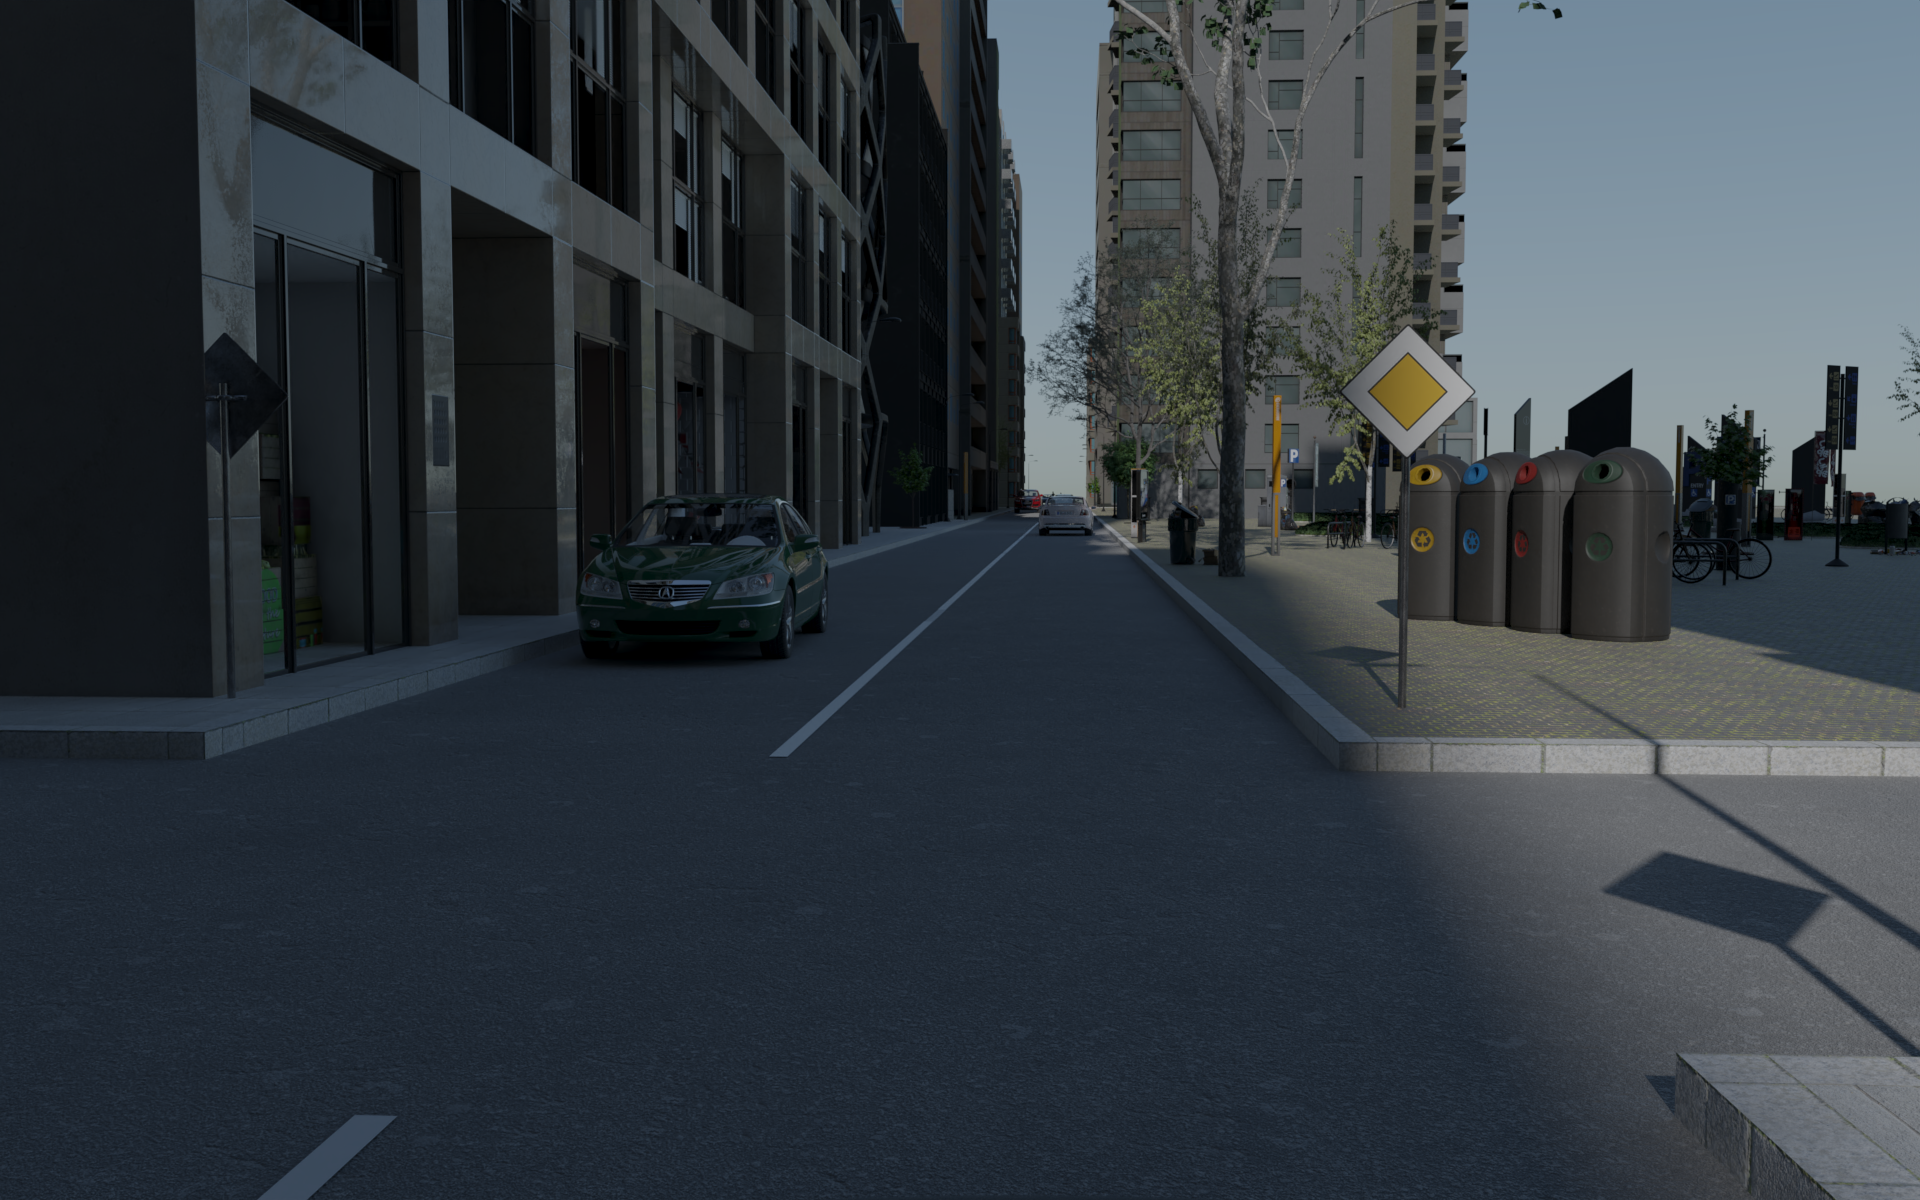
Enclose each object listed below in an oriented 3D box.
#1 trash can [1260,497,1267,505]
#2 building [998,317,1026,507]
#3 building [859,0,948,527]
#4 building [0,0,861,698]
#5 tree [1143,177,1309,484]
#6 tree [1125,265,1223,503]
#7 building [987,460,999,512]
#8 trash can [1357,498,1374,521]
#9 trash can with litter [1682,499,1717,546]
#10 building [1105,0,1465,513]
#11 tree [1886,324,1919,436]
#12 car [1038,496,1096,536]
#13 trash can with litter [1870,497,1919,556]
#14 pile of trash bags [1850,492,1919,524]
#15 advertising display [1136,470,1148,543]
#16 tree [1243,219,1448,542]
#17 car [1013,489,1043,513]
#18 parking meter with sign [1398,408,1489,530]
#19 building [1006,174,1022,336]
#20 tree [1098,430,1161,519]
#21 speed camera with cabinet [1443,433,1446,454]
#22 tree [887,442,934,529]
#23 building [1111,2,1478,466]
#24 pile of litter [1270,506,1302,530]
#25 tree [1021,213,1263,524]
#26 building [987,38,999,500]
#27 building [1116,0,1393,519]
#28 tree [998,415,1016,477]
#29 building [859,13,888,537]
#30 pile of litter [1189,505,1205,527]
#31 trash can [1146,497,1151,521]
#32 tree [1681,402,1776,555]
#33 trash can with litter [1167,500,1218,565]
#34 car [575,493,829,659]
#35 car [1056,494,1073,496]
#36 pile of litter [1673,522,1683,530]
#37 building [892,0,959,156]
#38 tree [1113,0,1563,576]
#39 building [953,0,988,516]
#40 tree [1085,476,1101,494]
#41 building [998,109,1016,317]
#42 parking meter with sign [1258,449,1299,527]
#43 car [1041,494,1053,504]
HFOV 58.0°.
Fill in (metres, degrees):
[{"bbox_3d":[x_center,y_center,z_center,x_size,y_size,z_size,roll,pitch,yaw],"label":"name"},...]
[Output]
[{"bbox_3d":[14.840,-4.406,83.695,0.748,1.137,0.748,0,3,0],"label":"trash can"},{"bbox_3d":[-7.222,-20.766,184.563,27.650,21.520,28.899,0,4,4],"label":"building"},{"bbox_3d":[-7.223,-15.008,75.051,12.332,23.373,15.834,0,4,4],"label":"building"},{"bbox_3d":[-13.211,-13.647,27.649,19.350,26.468,34.151,0,4,4],"label":"building"},{"bbox_3d":[6.283,-5.553,41.146,4.360,8.622,3.978,0,3,0],"label":"tree"},{"bbox_3d":[7.472,-6.511,56.812,4.737,8.622,4.395,0,3,0],"label":"tree"},{"bbox_3d":[-7.408,-42.471,132.656,20.563,71.187,20.611,0,4,4],"label":"building"},{"bbox_3d":[15.479,-3.319,65.918,0.748,1.137,0.748,0,3,0],"label":"trash can"},{"bbox_3d":[18.299,-1.929,42.926,1.055,1.170,0.624,-3,5,-41],"label":"trash can with litter"},{"bbox_3d":[21.147,-28.297,117.278,22.147,44.769,28.867,0,4,4],"label":"building"},{"bbox_3d":[34.200,-6.641,58.937,4.737,8.622,4.395,0,3,0],"label":"tree"},{"bbox_3d":[3.755,-2.974,60.985,2.083,1.381,4.827,0,4,5],"label":"car"},{"bbox_3d":[20.309,-1.574,36.785,2.233,1.210,1.678,-1,4,-13],"label":"trash can with litter"},{"bbox_3d":[39.476,-3.949,74.320,1.912,1.369,3.447,1,4,10],"label":"pile of trash bags"},{"bbox_3d":[4.827,-2.488,45.892,0.123,1.923,0.974,1,4,18],"label":"advertising display"},{"bbox_3d":[10.708,-5.861,46.188,4.737,8.622,4.395,0,3,0],"label":"tree"},{"bbox_3d":[5.220,-7.563,132.320,2.281,1.827,5.304,0,4,4],"label":"car"},{"bbox_3d":[9.878,-2.396,35.431,1.738,3.016,0.543,1,4,18],"label":"parking meter with sign"},{"bbox_3d":[1.368,-35.853,236.308,14.600,45.320,14.200,0,4,4],"label":"building"},{"bbox_3d":[8.690,-6.416,88.614,4.285,4.588,4.351,0,3,0],"label":"tree"},{"bbox_3d":[16.223,-3.831,56.976,2.038,3.252,0.660,-2,4,-34],"label":"speed camera with cabinet"},{"bbox_3d":[-1.671,-4.272,64.442,1.663,3.219,1.824,0,3,0],"label":"tree"},{"bbox_3d":[26.578,-34.044,145.864,28.713,52.752,27.495,0,4,4],"label":"building"},{"bbox_3d":[11.756,-2.917,61.659,1.176,0.858,1.719,-1,4,-12],"label":"pile of litter"},{"bbox_3d":[7.873,-10.072,75.043,12.009,13.543,11.850,0,3,0],"label":"tree"},{"bbox_3d":[-3.905,-28.607,151.320,14.154,41.232,14.086,0,4,4],"label":"building"},{"bbox_3d":[15.796,-19.869,96.563,14.160,30.474,14.107,0,4,4],"label":"building"},{"bbox_3d":[3.367,-12.931,161.788,4.737,8.622,4.395,0,3,0],"label":"tree"},{"bbox_3d":[-10.802,-11.379,53.499,16.820,18.784,16.811,0,4,4],"label":"building"},{"bbox_3d":[8.915,-3.303,67.961,1.719,0.858,1.176,-2,4,-29],"label":"pile of litter"},{"bbox_3d":[8.687,-4.296,81.892,0.748,1.137,0.748,0,3,0],"label":"trash can"},{"bbox_3d":[16.385,-2.566,36.559,1.663,3.219,1.824,0,3,0],"label":"tree"},{"bbox_3d":[4.309,-1.234,31.567,1.055,1.170,0.624,1,4,13],"label":"trash can with litter"},{"bbox_3d":[-2.337,-0.294,16.599,2.131,1.459,4.920,0,4,2],"label":"car"},{"bbox_3d":[7.066,-6.564,117.109,2.009,1.686,4.222,0,4,4],"label":"car"},{"bbox_3d":[24.345,-2.822,60.107,1.719,0.858,1.176,0,4,4],"label":"pile of litter"},{"bbox_3d":[-7.368,-27.109,93.335,14.600,45.320,14.200,0,4,4],"label":"building"},{"bbox_3d":[3.390,-10.362,25.303,12.611,20.169,13.585,0,3,0],"label":"tree"},{"bbox_3d":[-9.372,-29.863,111.962,21.300,48.544,21.600,0,4,4],"label":"building"},{"bbox_3d":[13.278,-10.666,168.997,1.663,3.219,1.824,0,3,0],"label":"tree"},{"bbox_3d":[-4.528,-36.307,213.234,23.786,49.044,30.456,0,4,4],"label":"building"},{"bbox_3d":[12.291,-4.337,67.178,0.543,3.016,1.738,-3,4,-36],"label":"parking meter with sign"},{"bbox_3d":[12.137,-13.924,239.662,2.014,1.417,4.499,0,4,3],"label":"car"}]
